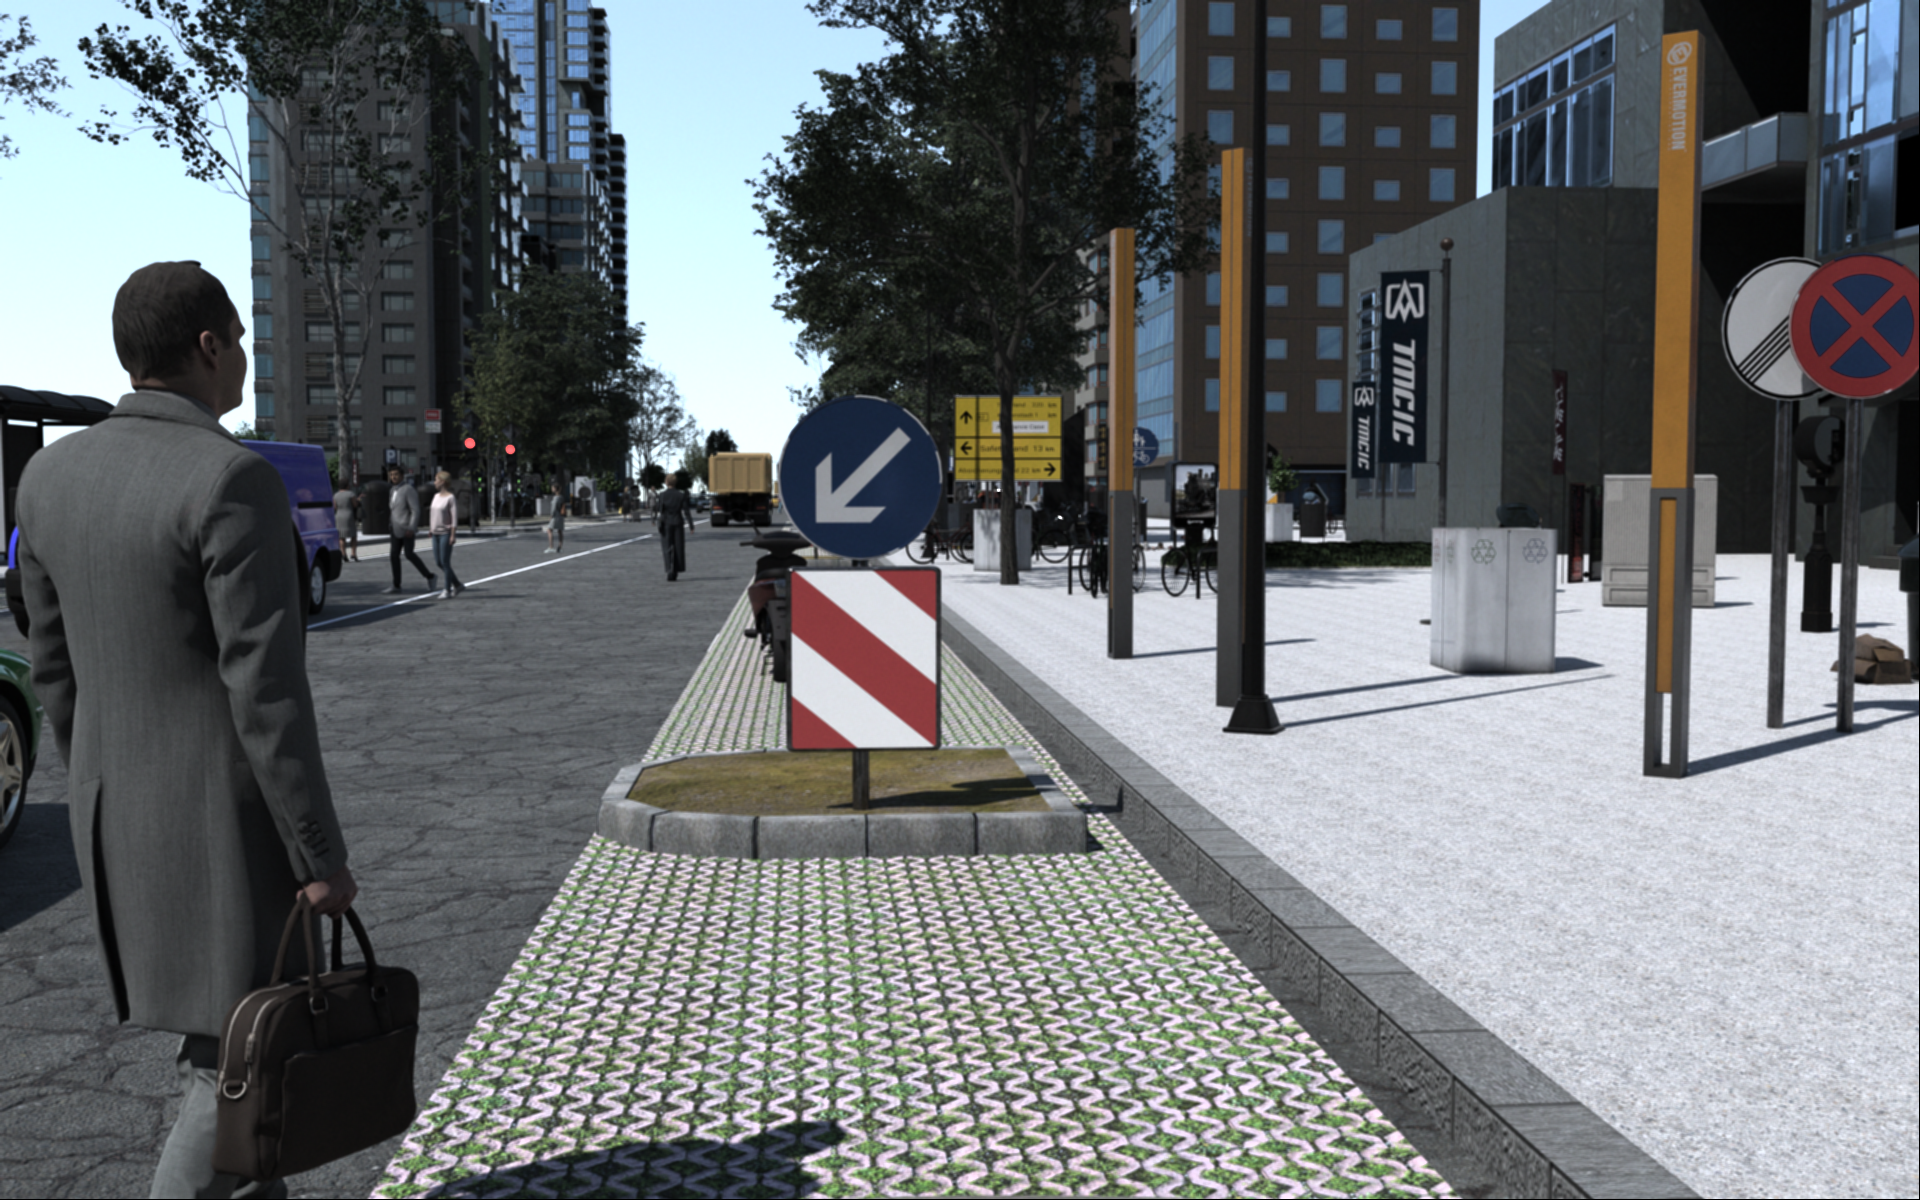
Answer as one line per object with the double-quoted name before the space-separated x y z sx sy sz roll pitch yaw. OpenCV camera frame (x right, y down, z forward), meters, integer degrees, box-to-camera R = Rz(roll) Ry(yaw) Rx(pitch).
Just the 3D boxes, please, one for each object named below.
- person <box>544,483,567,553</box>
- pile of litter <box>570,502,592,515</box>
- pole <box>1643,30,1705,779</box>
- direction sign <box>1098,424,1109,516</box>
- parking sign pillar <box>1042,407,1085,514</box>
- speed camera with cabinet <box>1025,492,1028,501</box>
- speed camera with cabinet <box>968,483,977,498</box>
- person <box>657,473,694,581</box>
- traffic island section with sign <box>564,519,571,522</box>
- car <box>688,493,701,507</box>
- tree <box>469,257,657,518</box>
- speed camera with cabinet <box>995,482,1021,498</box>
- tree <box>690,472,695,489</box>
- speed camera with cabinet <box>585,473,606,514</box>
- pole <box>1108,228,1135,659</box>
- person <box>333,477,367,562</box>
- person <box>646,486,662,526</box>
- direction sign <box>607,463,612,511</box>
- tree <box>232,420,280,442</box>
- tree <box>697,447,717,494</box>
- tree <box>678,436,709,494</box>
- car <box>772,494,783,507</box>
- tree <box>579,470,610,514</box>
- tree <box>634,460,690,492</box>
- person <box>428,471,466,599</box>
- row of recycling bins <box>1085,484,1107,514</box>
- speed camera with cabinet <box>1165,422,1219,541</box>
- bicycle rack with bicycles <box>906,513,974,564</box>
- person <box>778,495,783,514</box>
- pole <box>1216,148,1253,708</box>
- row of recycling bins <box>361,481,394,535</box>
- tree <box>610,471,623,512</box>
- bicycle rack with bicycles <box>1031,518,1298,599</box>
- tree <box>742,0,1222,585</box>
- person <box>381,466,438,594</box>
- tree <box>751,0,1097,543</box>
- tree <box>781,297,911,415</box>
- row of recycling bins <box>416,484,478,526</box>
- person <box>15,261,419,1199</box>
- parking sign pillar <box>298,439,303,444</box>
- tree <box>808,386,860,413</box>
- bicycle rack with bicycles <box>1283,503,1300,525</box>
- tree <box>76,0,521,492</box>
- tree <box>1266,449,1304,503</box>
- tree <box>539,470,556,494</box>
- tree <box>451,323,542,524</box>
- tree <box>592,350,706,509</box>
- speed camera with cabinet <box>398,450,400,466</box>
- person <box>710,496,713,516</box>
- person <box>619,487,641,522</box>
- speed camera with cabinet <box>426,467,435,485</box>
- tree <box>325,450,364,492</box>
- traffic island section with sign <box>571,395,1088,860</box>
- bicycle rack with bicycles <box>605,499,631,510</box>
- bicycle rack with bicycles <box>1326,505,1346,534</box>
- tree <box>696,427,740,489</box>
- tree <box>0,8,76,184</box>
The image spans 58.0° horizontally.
"person" -9.888 -2.018 42.497 0.522 1.701 0.512 0 4 8
"pile of litter" -22.936 -5.520 104.212 1.719 0.858 1.176 -1 4 -11
"pole" 3.217 -0.854 7.799 0.158 3.312 0.155 0 3 0
"direction sign" 4.756 -3.896 55.690 0.379 3.537 0.876 -3 4 -39
"parking sign pillar" 3.227 -4.010 54.037 1.447 3.967 1.447 0 4 0
"speed camera with cabinet" 4.438 -8.912 140.046 2.038 3.252 0.660 -1 4 -15
"speed camera with cabinet" 1.384 -8.969 140.976 0.660 3.252 2.038 -2 4 -32
"person" -4.724 -1.207 28.650 0.576 1.772 0.534 -2 4 -34
"traffic island section with sign" -19.145 -4.881 88.435 1.989 1.847 2.006 0 4 -5
"car" -26.419 -10.015 172.534 1.959 1.807 4.718 0 4 -5
"tree" -21.758 -11.486 94.443 9.857 13.997 8.962 0 3 0
"speed camera with cabinet" 3.792 -8.669 136.077 2.038 3.252 0.660 2 4 27
"tree" -32.406 -13.304 201.240 4.285 4.588 4.351 0 3 0
"speed camera with cabinet" -23.093 -7.049 109.579 0.660 3.252 2.038 1 4 11
"pole" 1.250 -1.198 13.434 0.158 3.312 0.155 0 3 0
"person" -12.882 -1.704 36.714 0.716 1.782 0.532 1 4 10
"person" -13.913 -4.289 78.740 0.709 1.813 0.853 -3 4 -36
"direction sign" -25.185 -8.106 124.537 0.379 3.537 0.876 -2 4 -32
"tree" -31.617 -5.694 76.813 4.285 4.588 4.351 0 3 0
"tree" -38.480 -19.215 264.522 4.360 8.622 3.978 0 3 0
"tree" -35.389 -17.336 233.809 4.737 8.622 4.395 0 3 0
"car" -18.243 -9.927 172.525 2.015 1.641 3.980 0 4 -5
"tree" -24.176 -7.288 113.765 1.663 3.219 1.824 0 3 0
"tree" -28.610 -10.896 161.859 4.285 4.588 4.351 0 3 0
"person" -7.032 -0.891 23.735 0.731 1.740 0.598 2 4 30
"row of recycling bins" 5.426 -3.906 70.970 1.069 1.692 3.534 -3 4 -37
"speed camera with cabinet" 6.555 -3.252 47.504 0.660 3.252 2.038 -3 5 -39
"bicycle rack with bicycles" 0.634 -1.168 32.477 2.925 0.926 2.852 1 4 10
"person" -13.116 -7.160 126.405 0.643 1.720 0.563 -3 4 -37
"pole" 1.659 -1.011 10.380 0.158 3.312 0.155 0 3 0
"row of recycling bins" -18.656 -2.973 55.727 1.069 1.692 3.534 -1 4 -15
"tree" -24.579 -7.806 122.230 1.663 3.219 1.824 0 3 0
"bicycle rack with bicycles" 2.417 -0.546 22.310 2.852 0.926 2.925 2 4 32
"tree" 0.414 -5.482 24.044 7.601 10.594 8.767 -3 4 -37
"person" -8.019 -1.027 25.134 0.661 1.843 0.795 3 5 41
"tree" -0.593 -8.498 45.593 9.857 13.997 8.962 0 3 0
"tree" -9.893 -18.371 156.258 12.611 20.169 13.585 0 3 0
"row of recycling bins" -20.897 -3.874 70.456 1.069 1.692 3.534 1 4 18
"person" -1.236 0.348 2.908 0.694 1.812 0.767 2 4 28
"parking sign pillar" -32.178 -5.918 85.238 1.447 3.967 1.447 -1 4 -10
"tree" -6.504 -9.222 101.138 4.737 8.622 4.395 0 3 0
"bicycle rack with bicycles" 12.944 -3.521 70.953 2.925 0.926 2.852 2 4 27
"tree" -18.691 -11.809 48.958 12.611 20.169 13.585 0 3 0
"tree" 13.724 -4.886 74.487 1.663 3.219 1.824 0 3 0
"tree" -33.064 -8.836 139.065 1.663 3.219 1.824 0 3 0
"tree" -20.171 -7.612 74.813 4.737 8.622 4.395 0 3 0
"tree" -27.057 -14.595 148.993 12.009 13.543 11.850 0 3 0
"speed camera with cabinet" -25.219 -5.057 77.011 0.660 3.252 2.038 1 4 21
"person" -15.543 -5.864 108.628 0.306 1.304 0.590 -1 4 -15
"person" -16.813 -4.855 88.094 0.699 1.804 1.509 -2 4 -31
"speed camera with cabinet" -38.654 -8.074 126.339 0.660 3.252 2.038 -1 4 -19
"tree" -46.093 -8.874 128.811 4.285 4.588 4.351 0 3 0
"traffic island section with sign" -0.569 0.056 7.710 1.989 1.847 2.006 0 4 -5
"bicycle rack with bicycles" -27.307 -7.728 139.732 2.852 0.926 2.925 -2 4 -30
"bicycle rack with bicycles" 12.922 -2.576 55.495 2.852 0.926 2.925 0 4 -6
"tree" -40.498 -22.988 292.854 9.611 12.733 9.660 0 3 0
"tree" -16.066 -6.697 19.869 12.009 13.543 11.850 0 3 0
